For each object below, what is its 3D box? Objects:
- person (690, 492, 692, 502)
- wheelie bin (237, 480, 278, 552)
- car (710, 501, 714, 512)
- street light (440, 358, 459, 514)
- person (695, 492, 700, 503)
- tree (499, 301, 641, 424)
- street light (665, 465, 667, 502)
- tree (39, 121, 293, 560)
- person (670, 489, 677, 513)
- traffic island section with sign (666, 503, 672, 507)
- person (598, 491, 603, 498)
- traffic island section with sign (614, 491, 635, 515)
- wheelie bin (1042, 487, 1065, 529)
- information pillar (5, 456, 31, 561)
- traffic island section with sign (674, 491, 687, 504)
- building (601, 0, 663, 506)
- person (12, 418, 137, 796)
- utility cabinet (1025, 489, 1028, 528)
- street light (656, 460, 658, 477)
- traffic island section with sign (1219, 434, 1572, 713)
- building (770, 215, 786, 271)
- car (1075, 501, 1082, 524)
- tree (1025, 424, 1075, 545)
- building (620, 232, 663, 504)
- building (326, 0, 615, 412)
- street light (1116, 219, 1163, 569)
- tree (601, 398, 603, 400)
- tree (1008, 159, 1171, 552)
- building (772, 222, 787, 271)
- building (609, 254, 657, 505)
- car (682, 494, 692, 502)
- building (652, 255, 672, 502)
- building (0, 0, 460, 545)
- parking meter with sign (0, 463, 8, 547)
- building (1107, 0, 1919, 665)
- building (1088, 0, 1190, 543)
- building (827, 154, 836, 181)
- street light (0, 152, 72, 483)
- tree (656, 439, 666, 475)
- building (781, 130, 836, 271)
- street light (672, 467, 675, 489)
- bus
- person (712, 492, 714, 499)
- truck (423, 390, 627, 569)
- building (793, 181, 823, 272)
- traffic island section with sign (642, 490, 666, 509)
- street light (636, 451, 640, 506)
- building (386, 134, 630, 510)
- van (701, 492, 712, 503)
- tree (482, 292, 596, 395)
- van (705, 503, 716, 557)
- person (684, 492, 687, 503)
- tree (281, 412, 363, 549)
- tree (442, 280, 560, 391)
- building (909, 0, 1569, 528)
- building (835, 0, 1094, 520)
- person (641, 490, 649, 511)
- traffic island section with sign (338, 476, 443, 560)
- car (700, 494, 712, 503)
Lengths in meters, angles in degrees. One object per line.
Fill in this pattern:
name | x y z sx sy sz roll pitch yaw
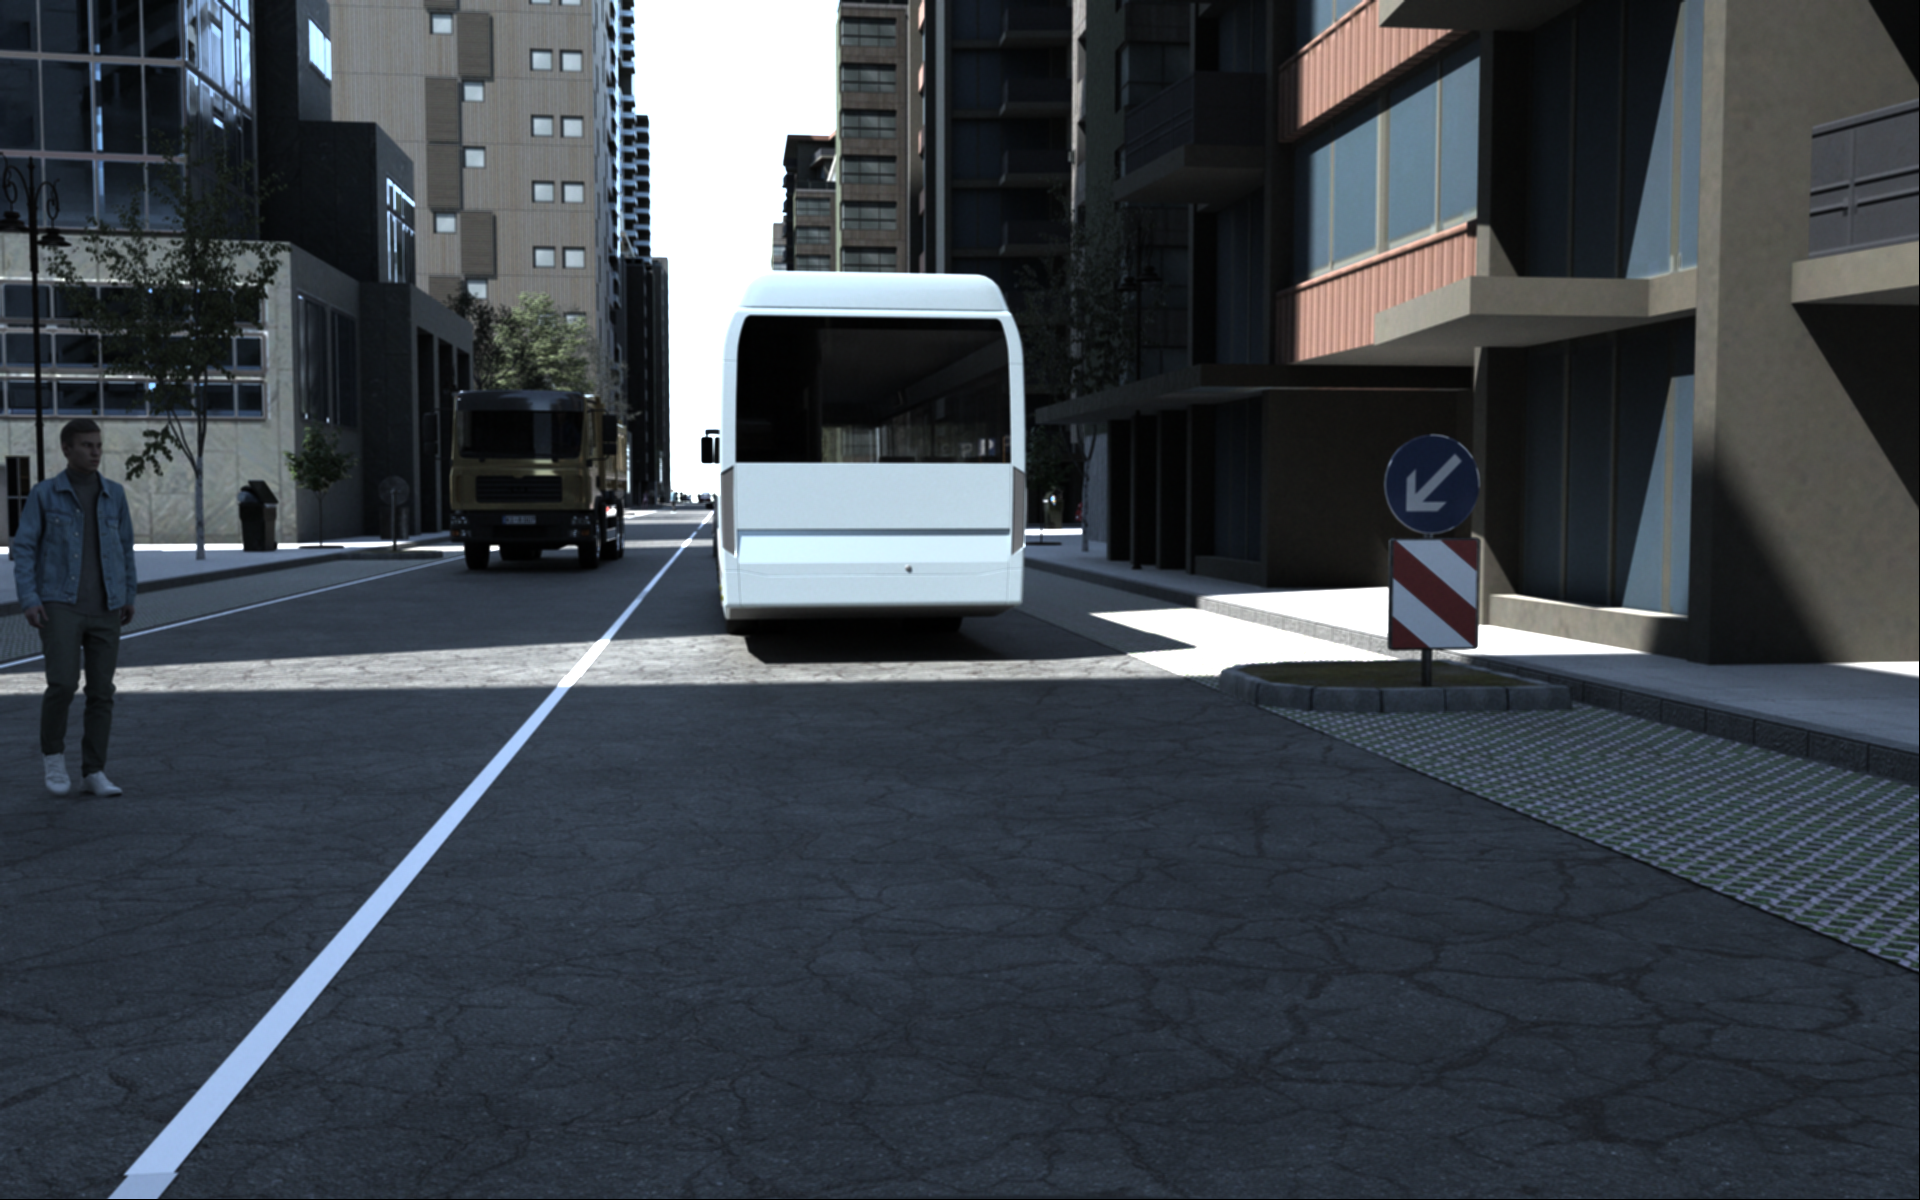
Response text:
person | -46.934 -17.928 301.482 0.599 1.838 0.709 0 4 7
wheelie bin | -15.766 -1.891 38.828 0.693 1.594 0.980 0 4 8
car | -10.562 -4.313 80.110 1.945 1.707 3.694 -1 4 -9
street light | -17.339 -5.275 59.040 0.468 5.910 1.993 0 4 -8
person | -40.060 -15.621 264.433 0.750 1.759 0.617 -2 4 -35
tree | -25.382 -12.214 110.069 12.009 13.543 11.850 0 3 0
street light | -44.904 -17.868 264.936 0.468 5.910 1.993 0 4 -8
tree | -15.128 -5.099 33.738 4.737 8.622 4.395 0 3 0
person | -21.836 -7.565 132.208 0.620 1.820 0.660 1 4 12
traffic island section with sign | -33.792 -11.514 196.888 1.989 1.847 2.006 0 4 -8
person | -10.509 -2.555 50.546 0.520 1.790 0.573 1 4 19
traffic island section with sign | -23.391 -6.764 119.219 1.989 1.847 2.006 0 4 -8
wheelie bin | 3.398 -3.371 63.028 0.693 1.594 0.980 -1 4 -18
information pillar | -18.195 -1.774 33.498 0.304 2.012 0.304 1 4 14
traffic island section with sign | -41.111 -14.858 251.552 1.989 1.847 2.006 0 4 -8
building | -56.982 -58.231 264.745 22.319 86.520 31.000 0 4 -8
person | -4.176 0.039 8.207 0.444 1.785 0.601 3 5 43
utility cabinet | 1.932 -3.438 64.895 1.173 1.500 0.318 1 4 17
street light | -40.277 -15.722 229.843 0.468 5.910 1.993 0 4 -8
traffic island section with sign | 2.922 -0.220 12.227 1.989 1.847 2.006 0 4 -8
building | -21.329 -41.101 295.696 21.300 48.544 21.600 0 4 -8
car | 6.881 -3.703 69.584 4.494 1.783 2.155 0 4 -7
tree | 2.183 -3.015 43.900 1.663 3.219 1.824 0 3 0
building | -57.611 -33.399 237.948 32.217 40.220 23.993 0 4 -8
building | -45.603 -34.661 155.944 28.713 52.752 27.495 0 4 -8
street light | 3.022 -3.463 29.402 0.468 5.910 1.993 0 4 -8
tree | -27.493 -11.017 130.497 4.360 8.622 3.978 0 3 0
tree | 2.772 -5.401 38.665 4.360 8.622 3.978 0 3 0
building | -21.396 -35.416 262.643 14.154 41.232 14.086 0 4 -8
building | -44.143 -26.745 208.983 14.160 30.474 14.107 0 4 -8
car | -46.731 -17.320 295.181 2.014 1.417 4.499 0 4 -8
building | -55.719 -37.033 289.081 14.154 41.232 14.086 0 4 -8
building | -32.341 -45.117 50.341 31.000 86.520 22.319 0 4 -8
parking meter with sign | -23.033 -2.793 41.925 1.738 3.016 0.543 -2 4 -30
building | 14.048 -22.416 21.130 22.147 44.769 28.867 0 4 -8
building | 10.157 -17.067 50.741 14.160 30.474 14.107 0 4 -8
building | -1.112 -30.058 183.324 32.217 40.220 23.993 0 4 -8
street light | -12.719 -3.125 23.886 0.468 5.910 1.993 0 4 -8
tree | -39.630 -16.564 221.179 4.737 8.622 4.395 0 3 0
building | -10.189 -33.928 209.351 22.147 44.769 28.867 0 4 -8
street light | -49.636 -20.027 300.229 0.468 5.910 1.993 0 4 -8
bus | -1.667 -1.598 20.979 2.948 3.499 13.247 -1 4 -8
person | -41.678 -17.395 293.045 1.348 1.807 0.705 1 4 12
truck | -8.428 -2.406 35.260 3.469 3.379 9.791 0 4 -7
building | -8.628 -23.924 162.853 14.160 30.474 14.107 0 4 -8
traffic island section with sign | -30.183 -9.870 170.007 1.989 1.847 2.006 0 4 -8
street light | -33.852 -12.802 182.102 0.468 5.910 1.993 0 4 -8
building | -46.405 -53.308 184.259 22.319 86.520 31.000 0 4 -8
van | -41.340 -16.819 282.001 2.013 2.044 4.112 -1 4 -9
tree | -23.890 -10.993 97.861 7.486 12.596 7.792 0 3 0
van | -4.983 -2.065 40.776 2.013 2.044 4.112 0 4 -8
person | -43.305 -16.124 273.051 0.541 1.710 0.530 0 4 -5
tree | -15.349 -2.849 41.184 1.663 3.219 1.824 0 3 0
tree | -21.004 -8.682 76.356 7.601 10.594 8.767 0 4 -2
building | 10.288 -26.230 83.480 28.867 44.769 22.147 0 4 -8
building | -0.574 -20.345 104.343 14.160 30.474 14.107 0 4 -8
person | -27.252 -8.623 149.933 0.683 1.767 0.568 -1 4 -17
traffic island section with sign | -12.566 -1.819 38.372 1.989 1.847 2.006 0 4 -8
car | -39.748 -15.944 269.719 2.155 1.783 4.494 0 4 -8
